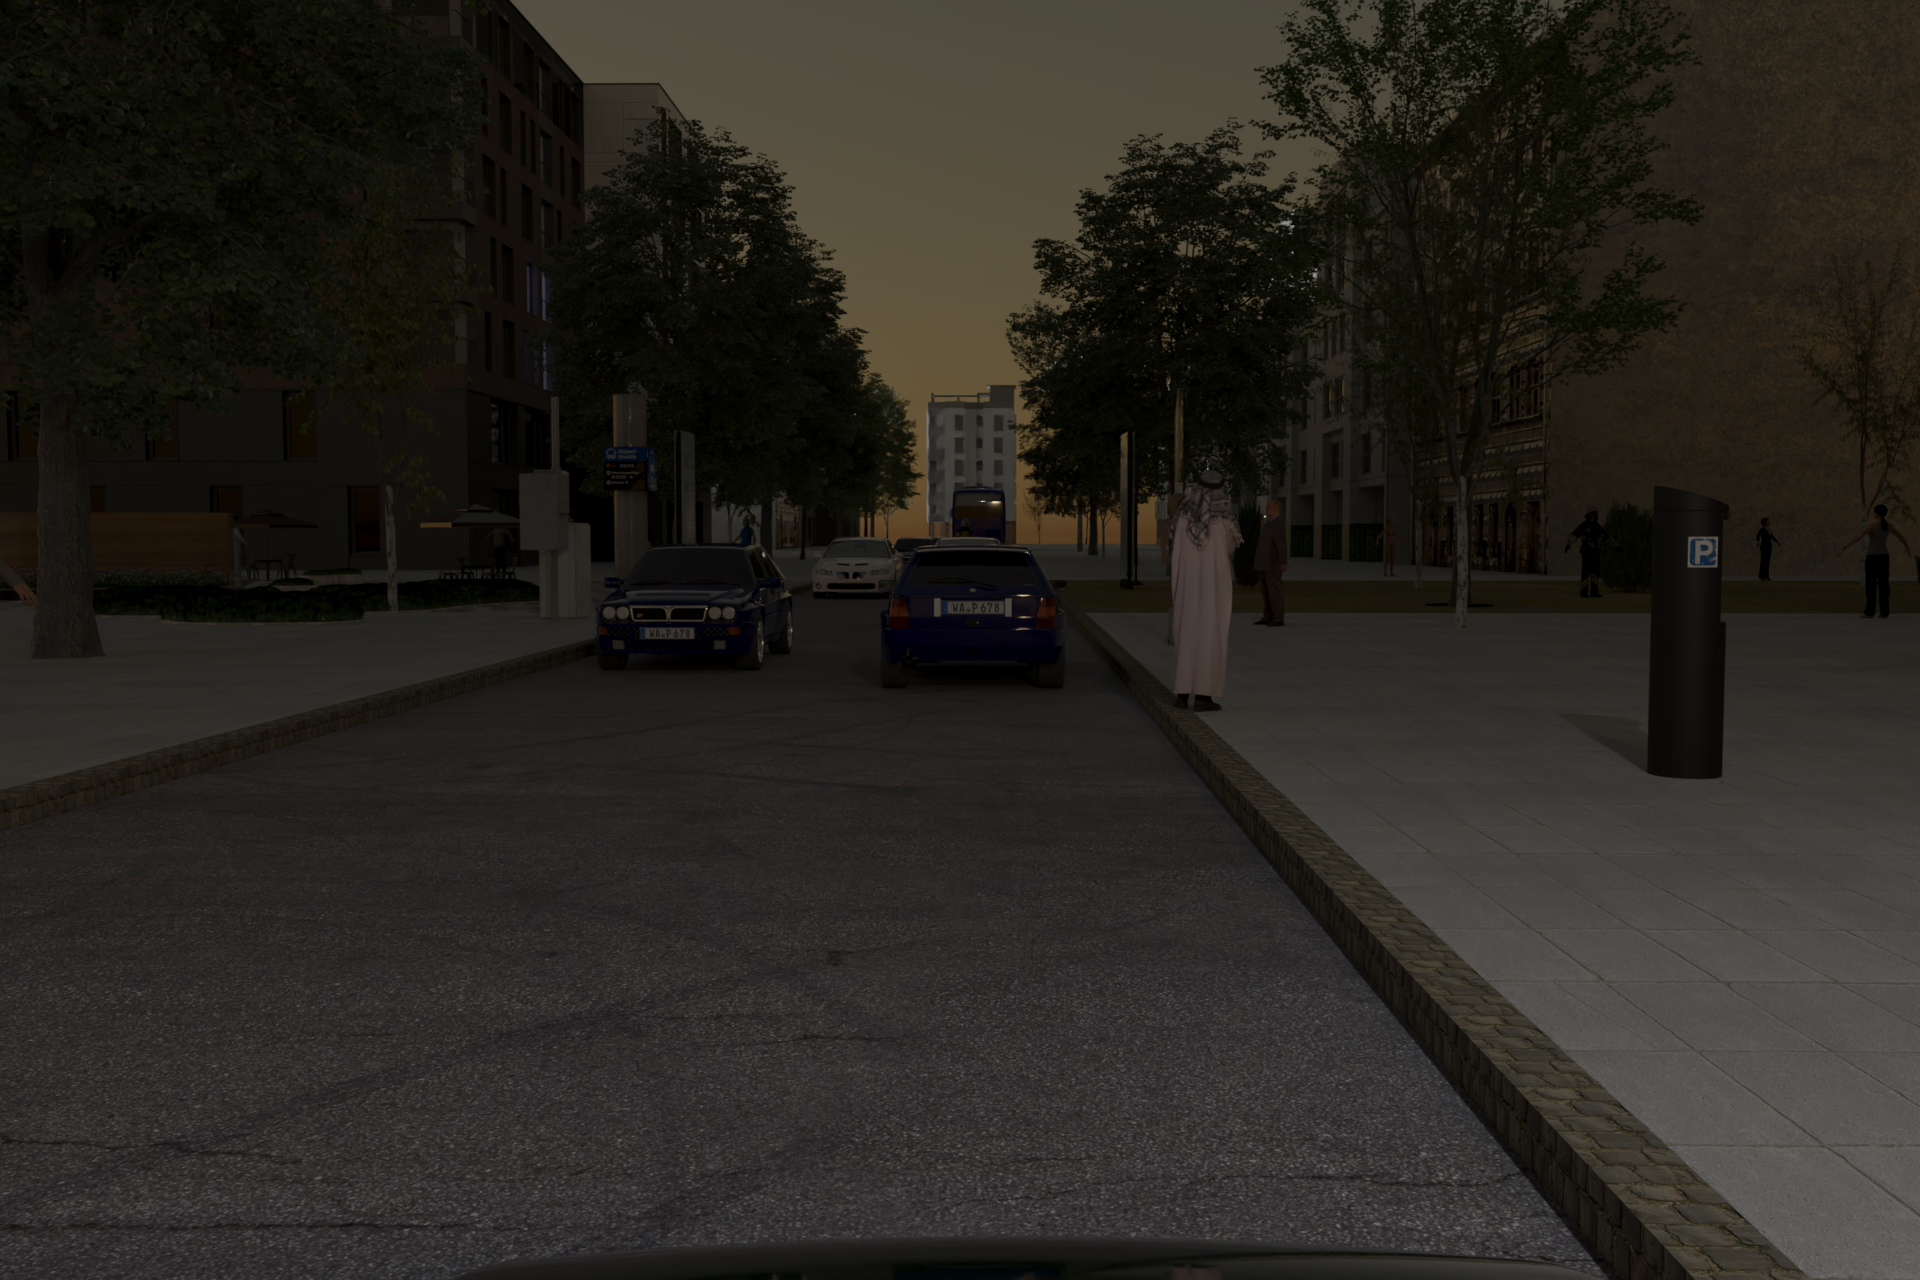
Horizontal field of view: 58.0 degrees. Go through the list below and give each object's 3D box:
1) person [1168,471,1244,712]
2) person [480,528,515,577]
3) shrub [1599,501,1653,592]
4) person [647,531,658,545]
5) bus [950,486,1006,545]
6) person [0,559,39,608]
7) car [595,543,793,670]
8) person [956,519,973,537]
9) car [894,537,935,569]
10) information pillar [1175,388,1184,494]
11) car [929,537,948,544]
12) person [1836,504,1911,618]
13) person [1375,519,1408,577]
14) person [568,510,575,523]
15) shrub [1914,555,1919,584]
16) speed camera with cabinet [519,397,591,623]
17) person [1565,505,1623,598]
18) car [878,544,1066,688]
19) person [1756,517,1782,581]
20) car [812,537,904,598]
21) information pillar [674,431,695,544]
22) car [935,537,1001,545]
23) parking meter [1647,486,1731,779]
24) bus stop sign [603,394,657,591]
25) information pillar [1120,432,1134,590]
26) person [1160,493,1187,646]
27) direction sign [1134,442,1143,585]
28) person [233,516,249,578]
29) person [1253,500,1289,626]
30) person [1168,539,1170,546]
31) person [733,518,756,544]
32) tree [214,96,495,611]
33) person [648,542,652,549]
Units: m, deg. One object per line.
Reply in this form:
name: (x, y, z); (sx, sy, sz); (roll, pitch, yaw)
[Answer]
person: (1.787, -0.362, 12.626); (0.551, 1.740, 0.621); (0, 4, 8)
person: (-13.718, -2.779, 51.570); (1.348, 1.813, 0.705); (2, 4, 28)
shrub: (14.810, -2.068, 38.230); (1.690, 2.028, 1.600); (0, 3, 0)
person: (-11.233, -3.342, 60.572); (1.347, 1.837, 0.705); (-1, 4, -21)
bus: (0.894, -5.895, 87.924); (2.896, 3.916, 12.251); (0, 3, 0)
person: (-5.218, -0.126, 8.825); (1.215, 1.744, 0.721); (1, 4, 18)
car: (-2.914, -0.421, 19.457); (1.945, 1.354, 3.894); (0, 4, 2)
person: (0.180, -2.442, 48.149); (0.705, 1.858, 1.354); (-2, 4, -28)
car: (-1.482, -2.705, 56.815); (1.945, 1.354, 3.894); (0, 4, 1)
information pillar: (3.555, -2.251, 28.153); (0.183, 3.616, 0.504); (0, 4, 1)
car: (-0.993, -3.069, 62.754); (1.945, 1.354, 3.894); (0, 4, 1)
person: (14.005, -1.205, 26.518); (1.217, 1.737, 0.721); (0, 4, -7)
person: (13.004, -2.778, 52.227); (1.217, 1.733, 0.721); (-2, 4, -26)
person: (-8.401, -1.893, 37.225); (0.705, 1.796, 1.348); (0, 4, -4)
shrub: (22.266, -1.731, 39.416); (1.383, 1.207, 1.383); (0, 3, 0)
speed camera with cabinet: (-6.015, -1.922, 25.757); (0.660, 3.252, 2.038); (0, 4, 1)
person: (12.738, -1.783, 34.925); (1.354, 1.856, 0.705); (-1, 4, -17)
car: (0.124, -0.297, 17.434); (1.945, 1.354, 3.894); (0, 4, 0)
person: (22.284, -2.509, 47.751); (1.216, 1.740, 0.721); (-3, 4, -37)
car: (-2.312, -1.696, 40.093); (2.083, 1.381, 4.827); (0, 4, 2)
information pillar: (-6.367, -2.987, 40.147); (0.184, 3.620, 1.656); (0, 4, 1)
car: (0.180, -1.457, 36.180); (2.083, 1.381, 4.827); (0, 4, 1)
parking meter: (3.866, -0.048, 9.198); (0.372, 1.533, 0.369); (0, 3, 0)
bus stop sign: (-6.258, -2.684, 32.897); (0.837, 3.901, 0.837); (0, 4, 2)
information pillar: (3.918, -3.015, 40.606); (0.184, 3.620, 1.656); (0, 4, 0)
person: (2.594, -0.812, 19.887); (0.721, 1.753, 1.214); (2, 4, 33)
direction sign: (4.407, -3.137, 43.292); (0.379, 3.537, 0.876); (0, 4, 1)
person: (-21.244, -2.731, 50.841); (0.705, 1.806, 1.347); (-3, 5, -44)
person: (4.331, -1.078, 24.225); (0.434, 1.755, 0.990); (-1, 4, -11)
person: (7.223, -3.010, 55.404); (1.347, 1.806, 0.705); (-1, 4, -19)
person: (-7.002, -3.087, 56.603); (0.704, 1.817, 1.347); (-3, 5, -40)
tree: (-9.285, -4.721, 27.557); (4.737, 8.622, 4.395); (0, 3, 0)
person: (-8.029, -2.283, 43.299); (0.705, 1.833, 1.349); (-2, 4, -30)
